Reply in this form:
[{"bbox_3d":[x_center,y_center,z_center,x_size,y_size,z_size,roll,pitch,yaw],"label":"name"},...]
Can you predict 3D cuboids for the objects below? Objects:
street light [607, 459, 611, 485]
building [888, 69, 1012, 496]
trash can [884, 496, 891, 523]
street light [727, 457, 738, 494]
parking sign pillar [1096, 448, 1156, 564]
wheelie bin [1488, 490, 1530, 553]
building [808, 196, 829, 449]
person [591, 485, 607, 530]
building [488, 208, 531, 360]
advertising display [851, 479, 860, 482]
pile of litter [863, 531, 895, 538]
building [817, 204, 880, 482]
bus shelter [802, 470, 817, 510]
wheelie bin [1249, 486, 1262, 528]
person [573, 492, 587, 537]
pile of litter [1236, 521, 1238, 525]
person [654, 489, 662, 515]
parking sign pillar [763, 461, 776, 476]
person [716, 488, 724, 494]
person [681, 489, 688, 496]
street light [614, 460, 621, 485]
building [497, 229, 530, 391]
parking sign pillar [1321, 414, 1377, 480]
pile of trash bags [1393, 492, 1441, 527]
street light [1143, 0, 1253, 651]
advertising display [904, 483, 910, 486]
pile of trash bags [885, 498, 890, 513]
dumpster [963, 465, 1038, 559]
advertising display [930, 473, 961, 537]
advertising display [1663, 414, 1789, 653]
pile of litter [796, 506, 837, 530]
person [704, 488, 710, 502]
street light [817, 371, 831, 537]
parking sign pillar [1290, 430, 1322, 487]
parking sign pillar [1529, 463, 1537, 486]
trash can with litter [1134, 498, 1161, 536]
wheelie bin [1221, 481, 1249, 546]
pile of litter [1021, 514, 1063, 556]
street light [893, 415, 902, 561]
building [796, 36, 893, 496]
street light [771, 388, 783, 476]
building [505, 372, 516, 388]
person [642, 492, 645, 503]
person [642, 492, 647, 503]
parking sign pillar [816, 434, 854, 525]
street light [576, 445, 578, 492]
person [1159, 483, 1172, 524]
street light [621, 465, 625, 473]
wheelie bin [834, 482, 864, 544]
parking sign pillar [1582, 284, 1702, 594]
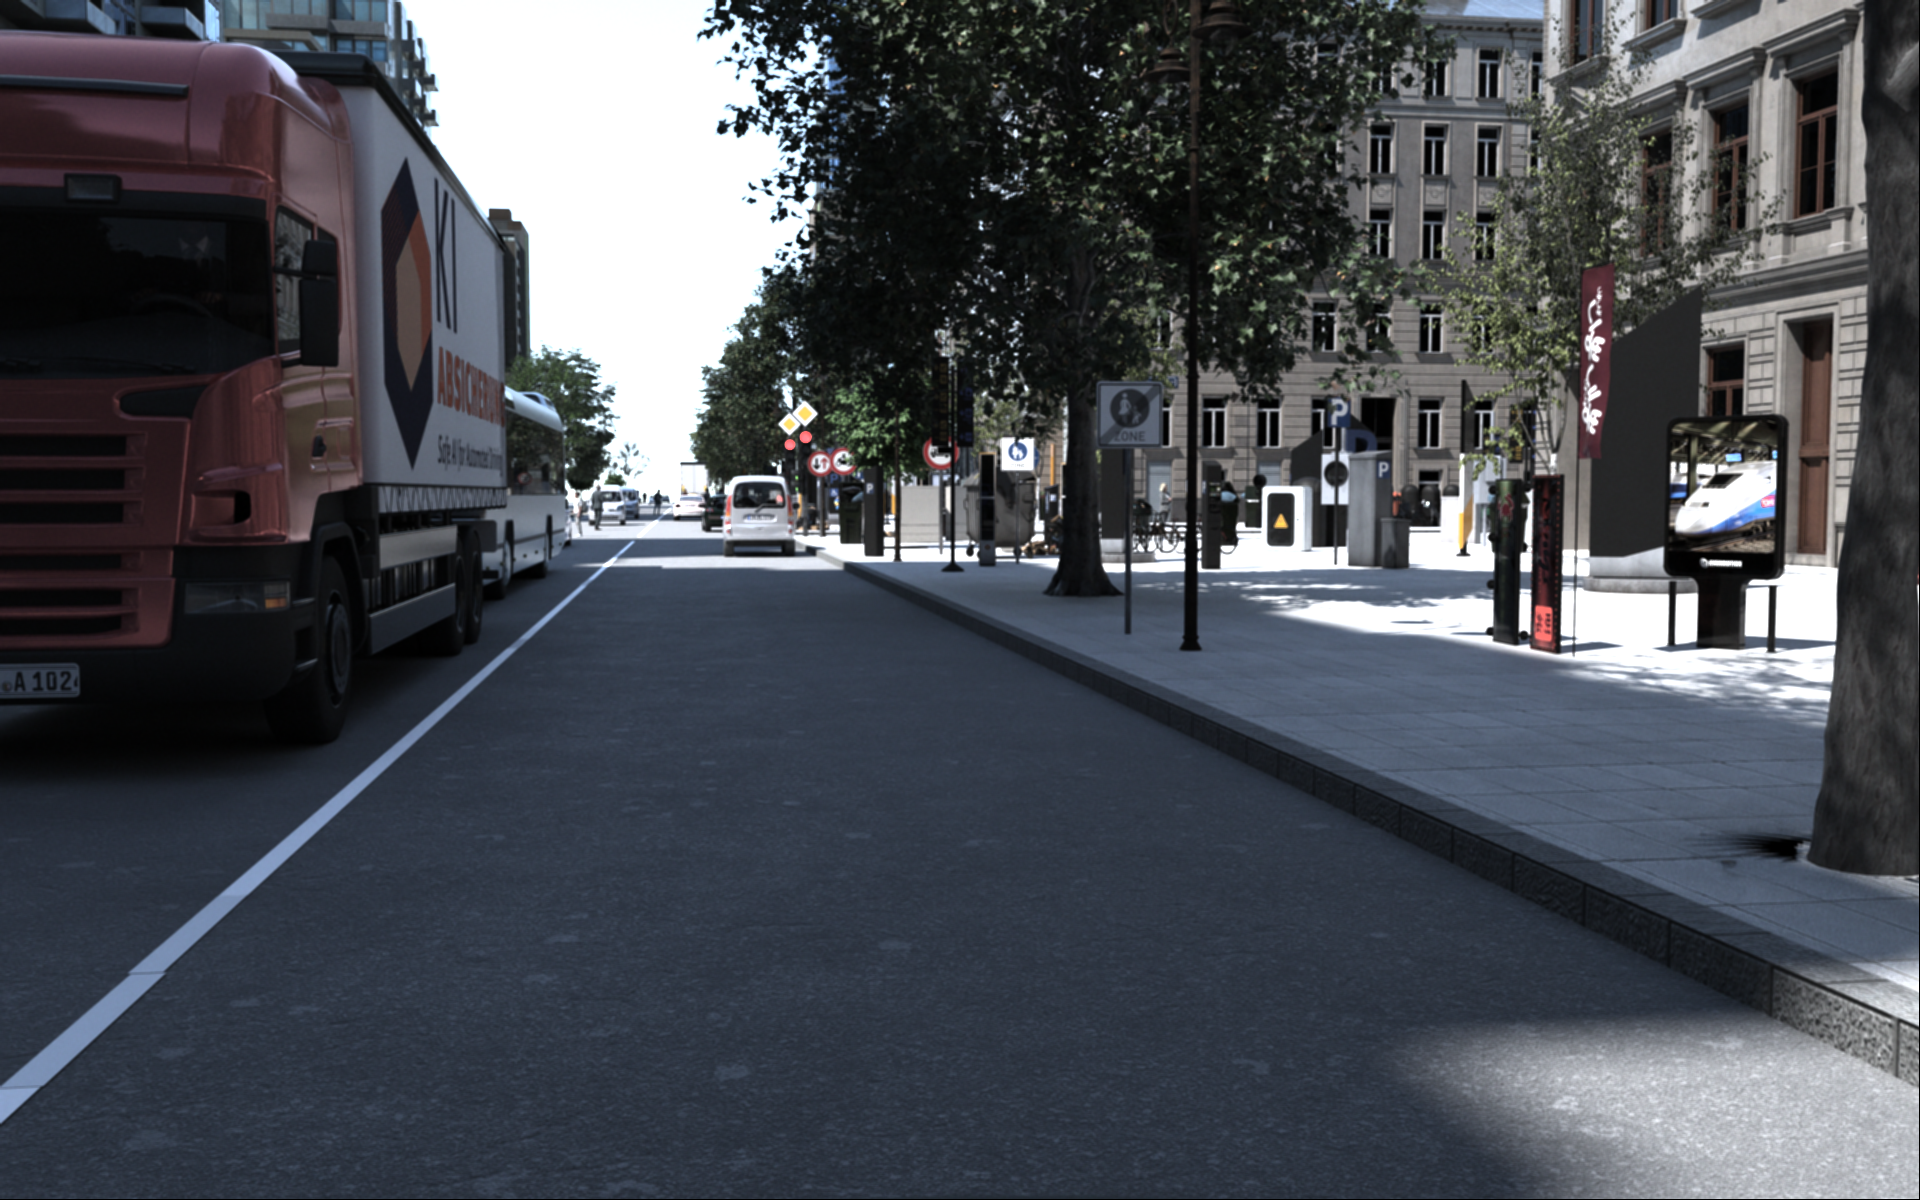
[{"bbox_3d":[-43.733,-14.877,216.024,0.468,5.910,1.993,-1,4,-9],"label":"street light"},{"bbox_3d":[3.085,-43.977,157.282,20.563,71.187,20.611,-1,4,-9],"label":"building"},{"bbox_3d":[-3.513,-3.794,73.679,0.748,1.137,0.748,0,3,0],"label":"trash can"},{"bbox_3d":[-19.880,-10.919,151.312,0.468,5.910,1.993,-1,4,-9],"label":"street light"},{"bbox_3d":[2.963,-2.691,32.467,1.447,3.967,1.447,1,4,15],"label":"parking sign pillar"},{"bbox_3d":[11.953,-1.832,37.853,0.980,1.594,0.693,-2,4,-32],"label":"wheelie bin"},{"bbox_3d":[-14.933,-37.073,256.257,14.600,45.320,14.200,-1,4,-9],"label":"building"},{"bbox_3d":[-14.335,-3.683,68.895,0.661,1.801,0.590,2,4,35],"label":"person"},{"bbox_3d":[-75.495,-38.148,273.837,14.600,45.320,14.200,-1,4,-9],"label":"building"},{"bbox_3d":[-4.300,-4.342,76.211,0.974,1.923,0.123,1,4,18],"label":"advertising display"},{"bbox_3d":[-2.560,-2.316,51.832,1.176,0.858,1.719,-1,4,-15],"label":"pile of litter"},{"bbox_3d":[-13.002,-34.177,242.395,14.154,41.232,14.086,-1,4,-9],"label":"building"},{"bbox_3d":[-7.819,-6.249,93.460,1.731,3.624,6.357,-1,4,-9],"label":"bus shelter"},{"bbox_3d":[11.141,-3.542,65.827,0.980,1.594,0.693,1,4,14],"label":"wheelie bin"},{"bbox_3d":[-12.837,-2.888,58.321,0.503,1.515,0.523,2,4,26],"label":"person"},{"bbox_3d":[10.936,-3.527,71.625,1.176,0.858,1.719,1,4,10],"label":"pile of litter"},{"bbox_3d":[-20.730,-6.726,118.812,0.623,1.781,0.721,0,4,4],"label":"person"},{"bbox_3d":[-13.146,-8.039,119.916,1.447,3.967,1.447,1,4,20],"label":"parking sign pillar"},{"bbox_3d":[-14.862,-6.002,106.890,0.793,1.790,0.793,3,4,36],"label":"person"},{"bbox_3d":[-22.447,-8.151,141.733,1.348,1.831,0.705,-3,5,-41],"label":"person"},{"bbox_3d":[-46.690,-16.030,234.879,0.468,5.910,1.993,-1,4,-9],"label":"street light"},{"bbox_3d":[-72.435,-35.264,260.152,14.154,41.232,14.086,-1,4,-9],"label":"building"},{"bbox_3d":[12.025,-3.903,52.292,1.447,3.967,1.447,-1,4,-21],"label":"parking sign pillar"},{"bbox_3d":[17.386,-3.519,67.292,1.912,1.369,3.447,3,4,36],"label":"pile of trash bags"},{"bbox_3d":[1.897,-2.525,14.072,0.468,5.910,1.993,-1,4,-9],"label":"street light"},{"bbox_3d":[-3.415,-6.613,113.341,0.123,1.923,0.974,1,4,20],"label":"advertising display"},{"bbox_3d":[-6.469,-6.416,114.651,3.447,1.369,1.912,-1,4,-21],"label":"pile of trash bags"},{"bbox_3d":[0.816,-1.772,34.730,1.264,1.857,1.865,-1,4,-9],"label":"dumpster"},{"bbox_3d":[-0.451,-2.879,52.278,0.974,1.923,0.123,-2,4,-24],"label":"advertising display"},{"bbox_3d":[6.305,-0.556,14.301,0.123,1.923,0.974,-3,5,-39],"label":"advertising display"},{"bbox_3d":[-5.148,-2.920,61.701,1.719,0.858,1.176,-1,4,-17],"label":"pile of litter"},{"bbox_3d":[-15.256,-5.800,103.611,0.573,1.790,0.520,1,4,22],"label":"person"},{"bbox_3d":[-4.093,-4.830,51.757,0.468,5.910,1.993,-1,4,-9],"label":"street light"},{"bbox_3d":[14.411,-5.117,72.140,1.447,3.967,1.447,0,4,2],"label":"parking sign pillar"},{"bbox_3d":[38.678,-7.744,115.087,1.447,3.967,1.447,-2,4,-29],"label":"parking sign pillar"},{"bbox_3d":[5.818,-2.590,53.729,1.055,1.170,0.624,-2,4,-28],"label":"trash can with litter"},{"bbox_3d":[6.506,-2.144,42.968,0.693,1.594,0.980,-2,4,-32],"label":"wheelie bin"},{"bbox_3d":[1.794,-1.404,36.913,1.176,0.858,1.719,2,4,31],"label":"pile of litter"},{"bbox_3d":[-1.193,-3.677,32.900,0.468,5.910,1.993,-1,4,-9],"label":"street light"},{"bbox_3d":[-14.923,-59.087,278.735,22.319,86.520,31.000,-1,4,-9],"label":"building"},{"bbox_3d":[-8.008,-6.298,75.754,0.468,5.910,1.993,-1,4,-9],"label":"street light"},{"bbox_3d":[-76.400,-24.060,238.415,27.650,21.520,28.899,-1,4,-9],"label":"building"},{"bbox_3d":[-52.612,-17.115,288.321,1.348,1.826,0.705,3,5,43],"label":"person"},{"bbox_3d":[-51.148,-16.718,281.857,1.348,1.822,0.705,-3,4,-38],"label":"person"},{"bbox_3d":[-5.307,-5.147,72.624,1.447,3.967,1.447,0,4,-7],"label":"parking sign pillar"},{"bbox_3d":[-33.739,-10.997,152.595,0.468,5.910,1.993,-1,4,-9],"label":"street light"},{"bbox_3d":[6.767,-2.941,56.774,0.537,1.800,0.526,-3,5,-44],"label":"person"},{"bbox_3d":[-49.762,-17.207,254.121,0.468,5.910,1.993,-1,4,-9],"label":"street light"},{"bbox_3d":[-2.755,-2.237,44.482,0.980,1.594,0.693,0,4,2],"label":"wheelie bin"},{"bbox_3d":[8.976,-2.095,22.719,1.447,3.967,1.447,1,4,21],"label":"parking sign pillar"}]
